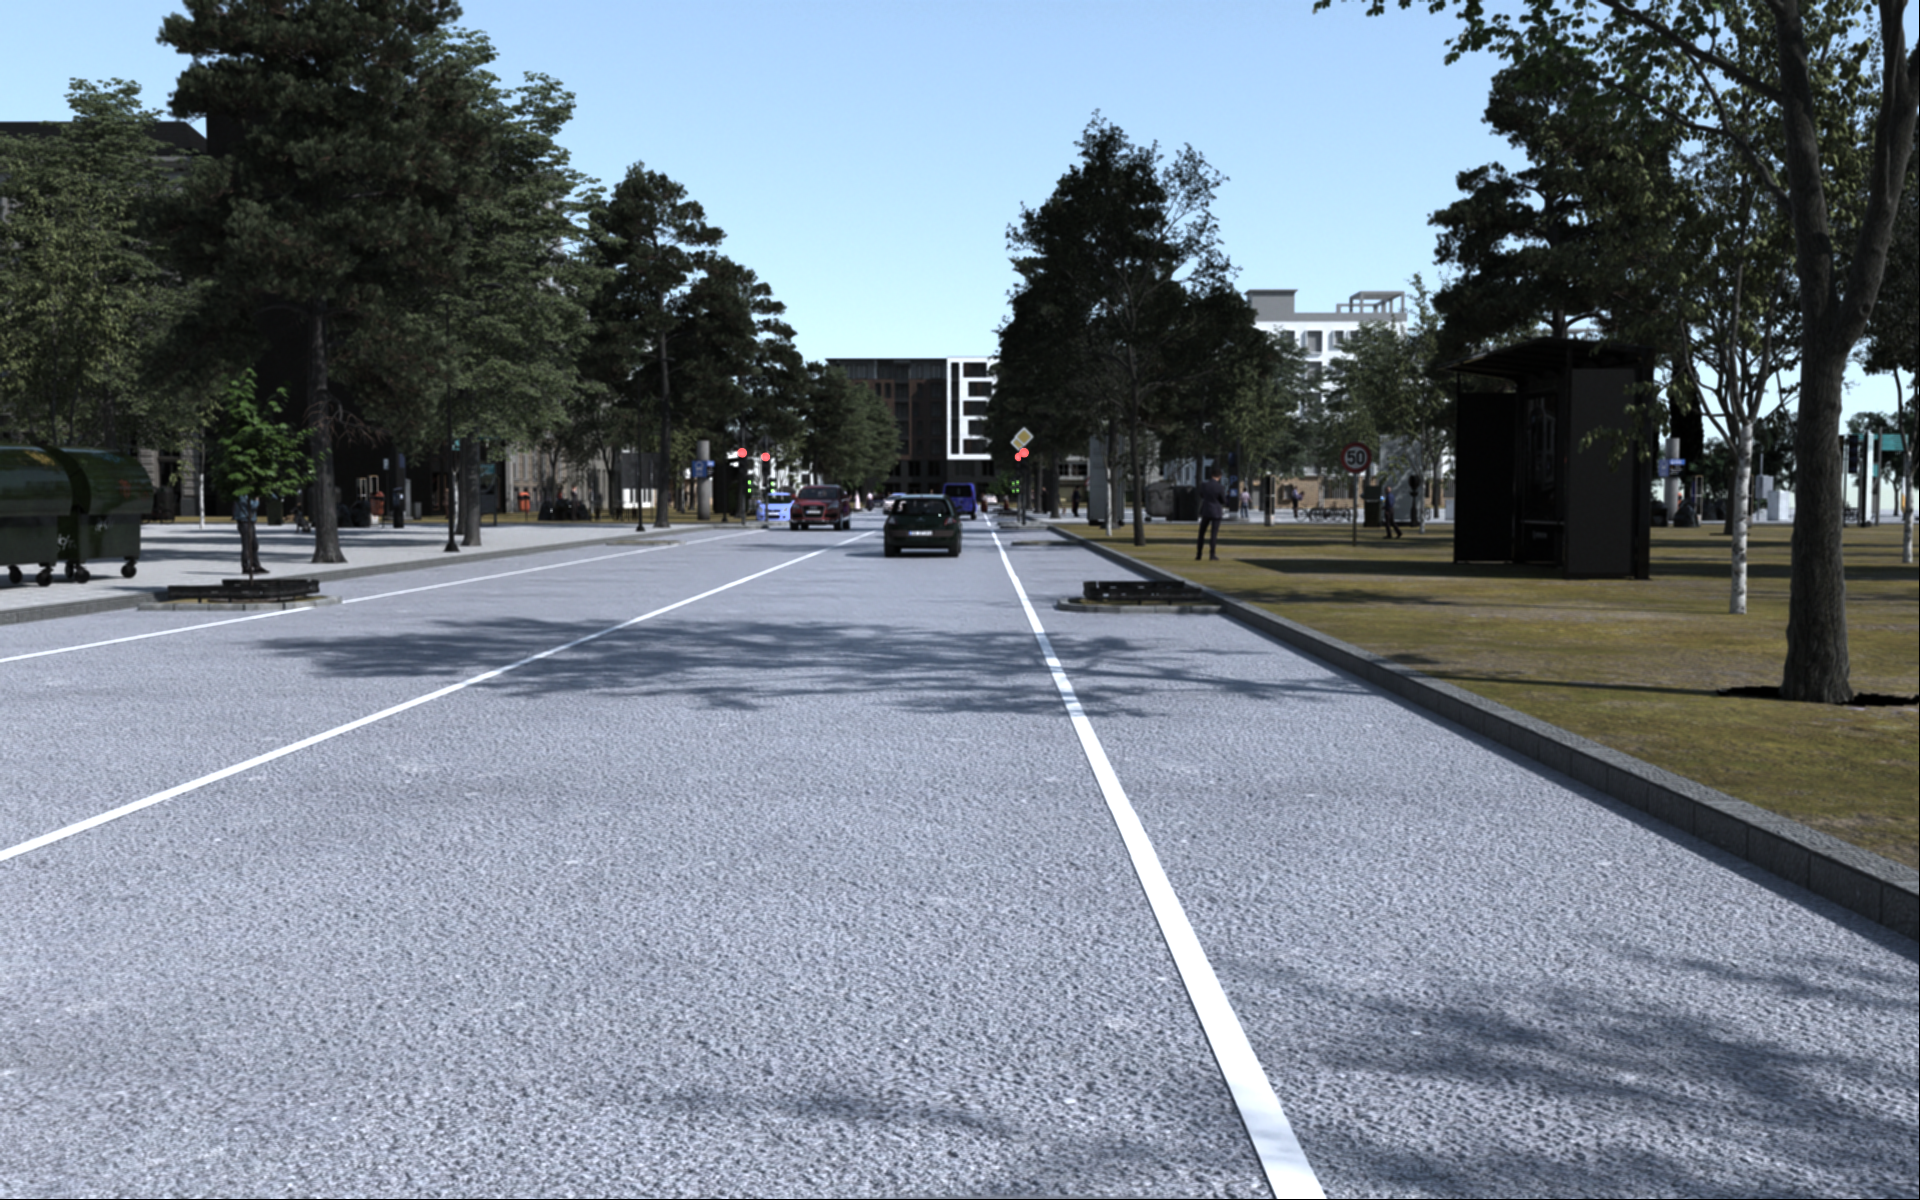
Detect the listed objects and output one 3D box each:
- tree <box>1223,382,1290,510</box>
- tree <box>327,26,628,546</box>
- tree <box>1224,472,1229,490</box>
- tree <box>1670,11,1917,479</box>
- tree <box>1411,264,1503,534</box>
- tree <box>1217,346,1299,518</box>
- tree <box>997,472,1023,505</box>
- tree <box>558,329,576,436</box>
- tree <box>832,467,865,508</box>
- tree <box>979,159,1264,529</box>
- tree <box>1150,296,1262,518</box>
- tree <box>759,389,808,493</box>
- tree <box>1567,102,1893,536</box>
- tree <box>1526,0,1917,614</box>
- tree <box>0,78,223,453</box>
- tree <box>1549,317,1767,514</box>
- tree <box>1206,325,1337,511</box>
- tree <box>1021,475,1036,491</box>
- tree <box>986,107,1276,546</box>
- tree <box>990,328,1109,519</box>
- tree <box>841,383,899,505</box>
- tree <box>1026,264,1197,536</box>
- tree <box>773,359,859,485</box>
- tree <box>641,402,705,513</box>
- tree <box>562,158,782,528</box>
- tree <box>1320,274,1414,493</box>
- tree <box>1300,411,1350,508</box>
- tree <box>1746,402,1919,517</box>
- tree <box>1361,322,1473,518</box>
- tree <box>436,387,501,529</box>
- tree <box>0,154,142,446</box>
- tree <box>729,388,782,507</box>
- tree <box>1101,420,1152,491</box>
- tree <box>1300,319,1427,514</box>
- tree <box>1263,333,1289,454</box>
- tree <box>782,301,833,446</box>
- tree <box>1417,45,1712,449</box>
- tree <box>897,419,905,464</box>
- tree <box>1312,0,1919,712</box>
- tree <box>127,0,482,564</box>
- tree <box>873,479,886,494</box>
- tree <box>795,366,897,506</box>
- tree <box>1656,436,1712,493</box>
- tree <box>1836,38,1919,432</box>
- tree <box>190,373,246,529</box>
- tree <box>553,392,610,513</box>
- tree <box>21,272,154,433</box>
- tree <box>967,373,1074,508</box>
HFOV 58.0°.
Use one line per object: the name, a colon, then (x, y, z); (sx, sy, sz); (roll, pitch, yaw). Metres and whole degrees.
tree: (23.988, -13.644, 141.201); (7.486, 12.596, 7.792); (0, 3, 0)
tree: (-12.161, -7.628, 42.848); (7.486, 12.596, 7.792); (0, 3, 0)
tree: (23.727, -12.103, 148.253); (4.360, 8.622, 3.978); (0, 3, 0)
tree: (13.119, -4.652, 26.418); (4.360, 8.622, 3.978); (0, 3, 0)
tree: (15.638, -6.095, 50.012); (4.737, 8.622, 4.395); (0, 3, 0)
tree: (14.242, -8.240, 85.093); (4.737, 8.622, 4.395); (0, 3, 0)
tree: (5.986, -13.275, 200.763); (4.285, 4.588, 4.351); (0, 3, 0)
tree: (-15.449, -8.063, 53.890); (6.751, 12.117, 7.091); (0, 3, 0)
tree: (-10.741, -10.994, 163.461); (4.285, 4.588, 4.351); (0, 3, 0)
tree: (5.437, -9.523, 63.127); (7.806, 13.903, 7.818); (0, 3, 0)
tree: (12.870, -10.448, 92.878); (6.751, 12.117, 7.091); (0, 3, 0)
tree: (-11.480, -9.829, 111.063); (4.737, 8.622, 4.395); (0, 3, 0)
tree: (24.151, -8.768, 53.725); (12.009, 13.543, 11.850); (0, 3, 0)
tree: (8.364, -4.172, 18.568); (4.737, 8.622, 4.395); (0, 3, 0)
tree: (-23.470, -7.904, 47.358); (7.486, 12.596, 7.792); (0, 3, 0)
tree: (46.627, -13.344, 119.991); (13.155, 14.587, 18.604); (-2, 4, -34)
tree: (22.824, -13.618, 129.317); (9.857, 13.997, 8.962); (0, 3, 0)
tree: (6.697, -13.776, 175.593); (4.737, 8.622, 4.395); (0, 3, 0)
tree: (4.103, -6.610, 42.488); (7.601, 10.594, 8.767); (0, 4, 4)
tree: (4.984, -10.287, 90.240); (6.751, 12.117, 7.091); (0, 3, 0)
tree: (-10.599, -17.727, 197.260); (7.806, 13.903, 7.818); (0, 3, 0)
tree: (4.380, -6.258, 52.680); (4.360, 8.622, 3.978); (0, 3, 0)
tree: (-11.537, -13.222, 138.231); (6.751, 12.117, 7.091); (0, 3, 0)
tree: (-18.848, -10.134, 116.059); (4.737, 8.622, 4.395); (0, 3, 0)
tree: (-11.165, -9.666, 65.457); (7.806, 13.903, 7.818); (0, 3, 0)
tree: (14.753, -6.441, 55.679); (4.737, 8.622, 4.395); (0, 3, 0)
tree: (31.795, -12.359, 152.431); (4.360, 8.622, 3.978); (0, 3, 0)
tree: (53.349, -8.261, 97.968); (20.602, 7.101, 11.467); (-3, 5, -39)
tree: (25.406, -9.630, 91.859); (8.767, 10.594, 7.601); (1, 4, 20)
tree: (-18.306, -6.871, 62.699); (4.360, 8.622, 3.978); (0, 3, 0)
tree: (-19.677, -5.338, 37.645); (4.737, 8.622, 4.395); (0, 3, 0)
tree: (-12.626, -9.551, 106.517); (4.360, 8.622, 3.978); (0, 3, 0)
tree: (12.566, -11.284, 134.850); (4.737, 8.622, 4.395); (0, 3, 0)
tree: (26.887, -11.869, 112.185); (7.486, 12.596, 7.792); (0, 3, 0)
tree: (15.362, -12.039, 104.266); (7.806, 13.903, 7.818); (0, 3, 0)
tree: (-11.447, -11.227, 90.984); (7.806, 13.903, 7.818); (0, 3, 0)
tree: (14.476, -7.307, 41.525); (6.751, 12.117, 7.091); (0, 3, 0)
tree: (-9.602, -16.437, 186.876); (7.486, 12.596, 7.792); (0, 3, 0)
tree: (5.504, -5.186, 10.543); (9.928, 11.665, 9.643); (0, 3, 0)
tree: (-11.877, -6.721, 31.940); (6.751, 12.117, 7.091); (0, 3, 0)
tree: (-10.375, -13.703, 218.643); (1.663, 3.219, 1.824); (0, 3, 0)
tree: (-10.911, -14.402, 153.600); (7.486, 12.596, 7.792); (0, 3, 0)
tree: (54.092, -11.088, 144.189); (20.602, 7.101, 11.467); (1, 4, 16)
tree: (24.399, -8.153, 40.727); (7.806, 13.903, 7.818); (0, 3, 0)
tree: (-27.978, -6.898, 63.139); (4.737, 8.622, 4.395); (0, 3, 0)
tree: (-27.740, -10.680, 124.975); (4.360, 8.622, 3.978); (0, 3, 0)
tree: (-27.398, -6.358, 54.309); (4.360, 8.622, 3.978); (0, 3, 0)
tree: (5.744, -14.465, 146.866); (12.009, 13.543, 11.850); (0, 3, 0)
